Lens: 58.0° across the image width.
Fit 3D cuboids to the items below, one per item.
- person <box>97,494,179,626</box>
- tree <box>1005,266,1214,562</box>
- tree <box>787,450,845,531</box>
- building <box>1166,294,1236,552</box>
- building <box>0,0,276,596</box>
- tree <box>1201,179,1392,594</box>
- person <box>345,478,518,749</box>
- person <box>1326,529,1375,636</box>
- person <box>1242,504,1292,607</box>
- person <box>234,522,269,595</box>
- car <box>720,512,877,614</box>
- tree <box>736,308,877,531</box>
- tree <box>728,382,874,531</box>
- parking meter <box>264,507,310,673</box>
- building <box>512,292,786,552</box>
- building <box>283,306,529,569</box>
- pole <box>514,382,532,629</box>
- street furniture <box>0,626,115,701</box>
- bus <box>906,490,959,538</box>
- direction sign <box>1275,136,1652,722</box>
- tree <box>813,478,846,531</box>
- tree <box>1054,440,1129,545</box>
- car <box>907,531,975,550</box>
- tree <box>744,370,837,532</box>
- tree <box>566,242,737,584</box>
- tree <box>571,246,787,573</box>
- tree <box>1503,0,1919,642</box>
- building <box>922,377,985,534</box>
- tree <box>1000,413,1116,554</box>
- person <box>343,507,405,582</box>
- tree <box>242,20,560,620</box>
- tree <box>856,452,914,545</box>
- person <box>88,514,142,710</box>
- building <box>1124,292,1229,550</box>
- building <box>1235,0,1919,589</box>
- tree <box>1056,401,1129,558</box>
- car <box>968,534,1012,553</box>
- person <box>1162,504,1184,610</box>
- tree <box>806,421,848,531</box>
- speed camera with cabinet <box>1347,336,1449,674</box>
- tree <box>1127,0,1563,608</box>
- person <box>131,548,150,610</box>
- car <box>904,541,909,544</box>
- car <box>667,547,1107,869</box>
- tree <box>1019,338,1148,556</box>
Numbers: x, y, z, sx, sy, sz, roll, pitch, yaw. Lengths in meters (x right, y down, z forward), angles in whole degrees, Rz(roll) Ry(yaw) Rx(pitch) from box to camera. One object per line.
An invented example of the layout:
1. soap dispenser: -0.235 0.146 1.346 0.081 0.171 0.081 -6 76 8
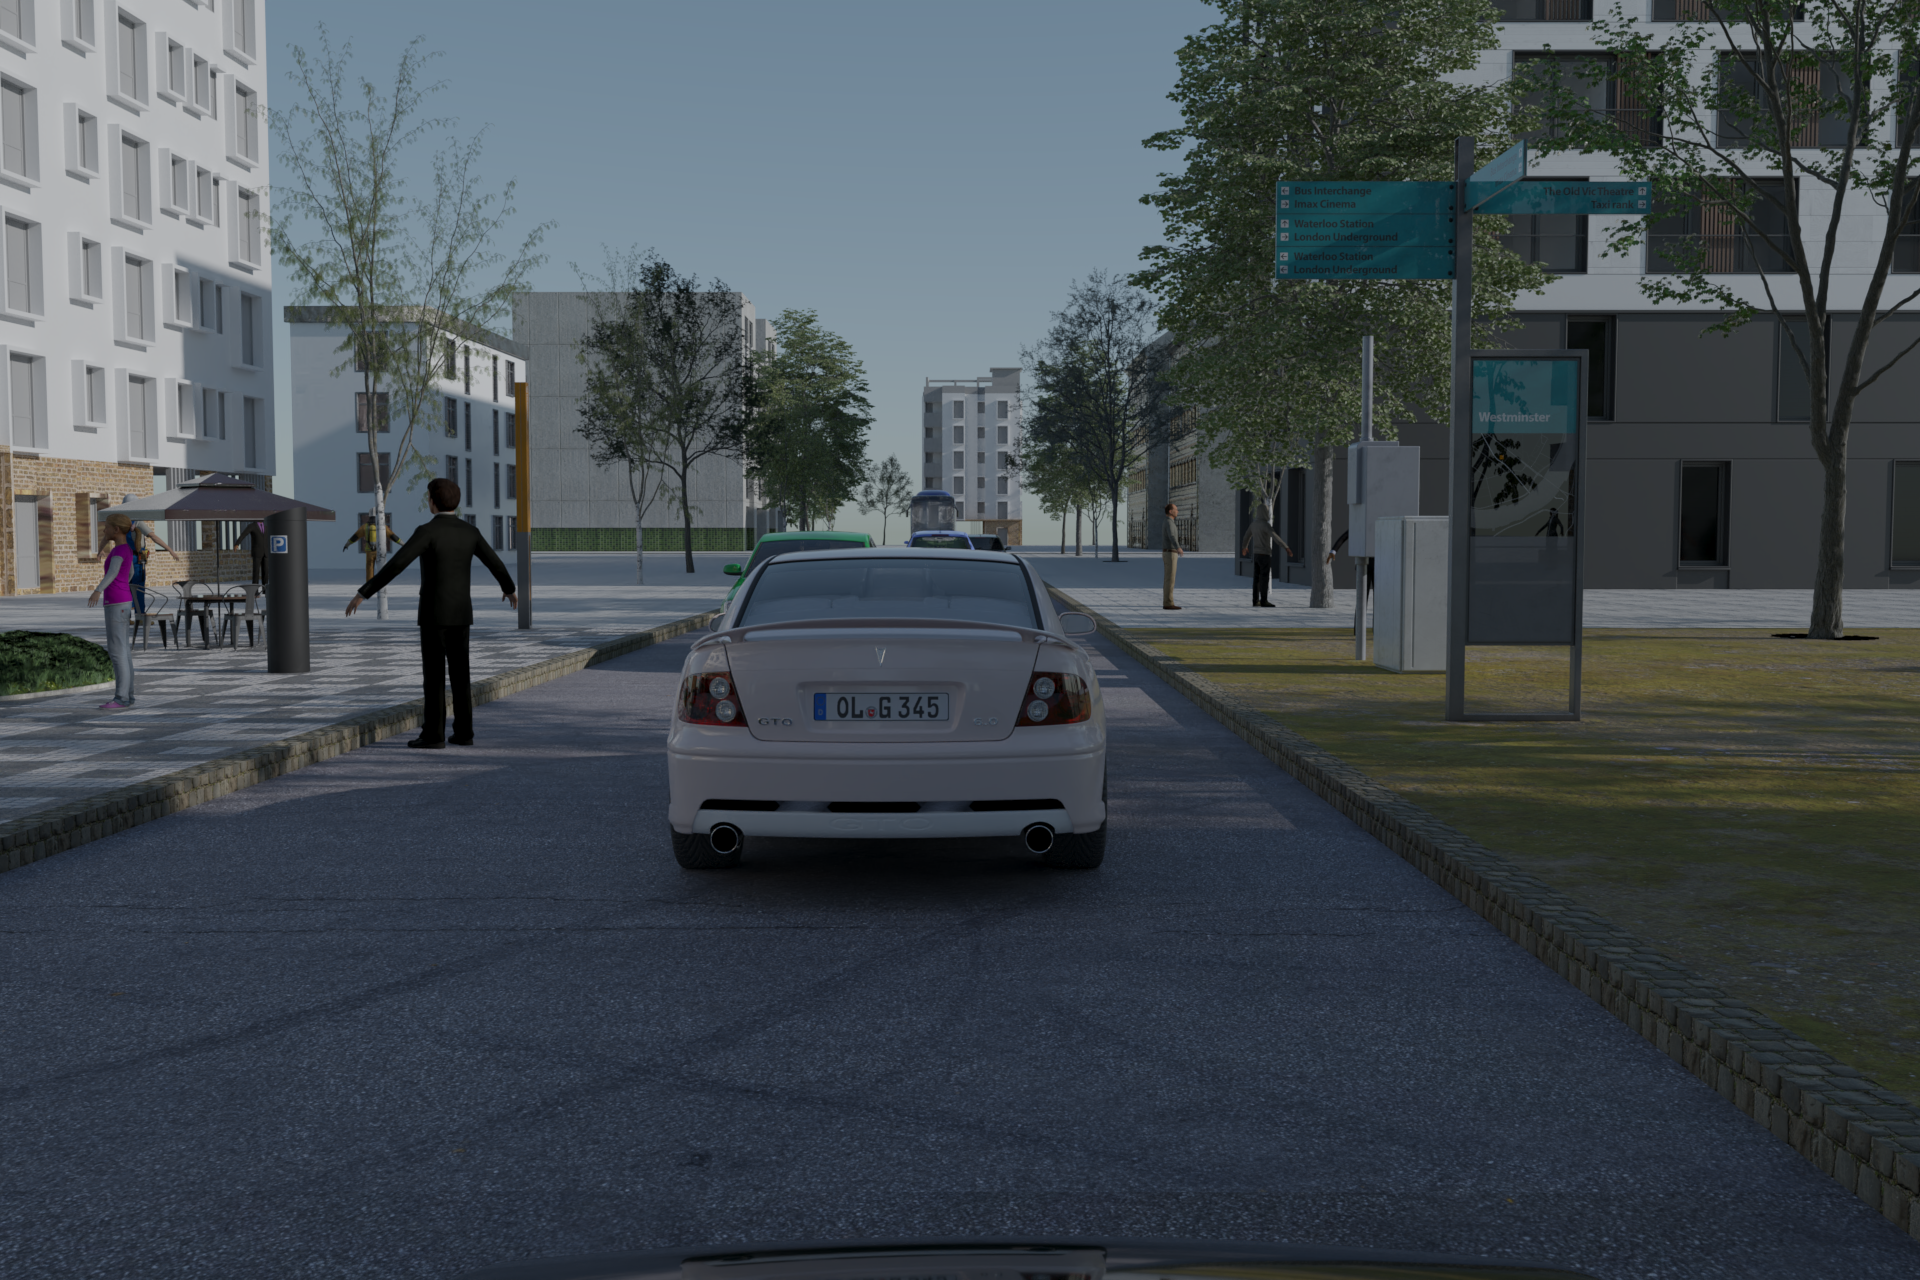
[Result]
1. person: -11.596 -1.129 24.312 1.347 1.847 0.705 1 4 16
2. tree: 7.072 -10.338 79.401 12.009 13.543 11.850 0 3 0
3. tree: -16.768 -17.368 202.096 7.486 12.596 7.792 0 3 0
4. building: 26.188 -18.383 131.487 19.493 23.208 18.063 0 4 0
5. building: -24.617 -10.991 36.119 16.016 20.090 11.380 0 4 1
6. tree: 6.354 -5.283 36.737 4.360 8.622 3.978 0 3 0
7. person: -3.489 -0.185 11.669 0.705 1.806 1.347 3 4 37
8. person: 4.972 -0.862 20.817 1.216 1.740 0.721 -1 4 -9
9. person: 5.333 -1.487 30.440 0.705 1.813 1.348 -2 4 -28
10. person: -14.797 -1.862 36.661 0.704 1.802 1.346 2 4 35
11. car: -1.673 -0.687 20.029 1.959 1.807 4.718 0 3 0
12. tree: -7.787 -10.361 87.526 7.486 12.596 7.792 0 3 0
13. tree: -8.749 -10.048 98.696 8.767 10.594 7.601 -3 4 -36
14. parking meter: -6.250 -0.469 16.086 0.372 1.533 0.369 0 3 0
15. building: -24.290 -16.879 142.429 16.747 18.905 31.486 0 3 0
16. building: -23.865 -8.300 77.853 9.099 9.664 28.070 0 4 1
17. pole: -5.890 -1.805 23.359 0.158 3.312 0.155 0 3 0
18. street furniture: -10.071 0.195 12.437 5.734 0.657 10.072 0 4 2
19. bus: -1.489 -6.663 100.486 2.896 3.916 12.251 0 4 0
20. direction sign: 3.398 -1.374 11.222 2.525 3.948 1.411 0 4 0
21. tree: -14.553 -14.952 194.821 4.737 8.622 4.395 0 3 0
22. tree: 15.099 -17.529 196.963 12.009 13.543 11.850 0 3 0
23. car: -0.408 -1.545 34.852 1.945 1.707 3.694 0 4 -1
24. tree: -7.758 -7.859 78.853 4.737 8.622 4.395 0 3 0
25. tree: -8.290 -5.739 44.194 4.360 8.622 3.978 0 3 0
26. tree: -9.254 -7.492 56.914 7.601 10.594 8.767 0 4 -7
27. tree: 10.532 -5.808 20.712 9.928 11.665 9.643 0 3 0
28. building: -3.994 -20.888 200.394 11.380 20.090 16.016 0 4 -6
29. tree: 6.475 -10.735 109.932 8.767 10.594 7.601 1 4 13
30. person: -12.416 -1.897 36.782 1.354 1.858 0.705 -1 4 -9
31. tree: -8.912 -4.617 25.845 4.360 8.622 3.978 0 3 0
32. tree: -8.325 -16.029 196.481 7.601 10.594 8.767 0 4 2
33. person: -6.266 -0.214 12.764 0.599 1.433 0.991 -1 4 -15
34. building: 24.728 -19.586 151.155 19.493 23.208 18.063 0 4 1
35. building: 22.496 -12.946 55.644 27.936 21.610 32.646 0 4 0
36. tree: 7.327 -8.658 91.925 4.360 8.622 3.978 0 3 0
37. car: 0.613 -2.694 53.825 2.009 1.686 4.222 0 3 0
38. person: 3.595 -1.415 29.403 0.705 1.796 1.348 0 3 0
39. tree: -8.064 -9.550 106.499 4.360 8.622 3.978 0 3 0
40. speed camera with cabinet: 4.280 -1.369 16.724 0.660 3.252 2.038 0 4 -1
41. tree: 6.512 -6.806 29.410 7.486 12.596 7.792 0 3 0
42. person: -14.036 -1.405 29.429 0.721 1.772 1.216 -3 5 -43
43. car: -1.682 -4.442 82.225 1.945 1.707 3.694 0 4 0
44. car: -0.306 0.218 8.796 2.083 1.381 4.827 0 4 0
45. tree: 7.177 -11.116 99.880 7.486 12.596 7.792 0 3 0
